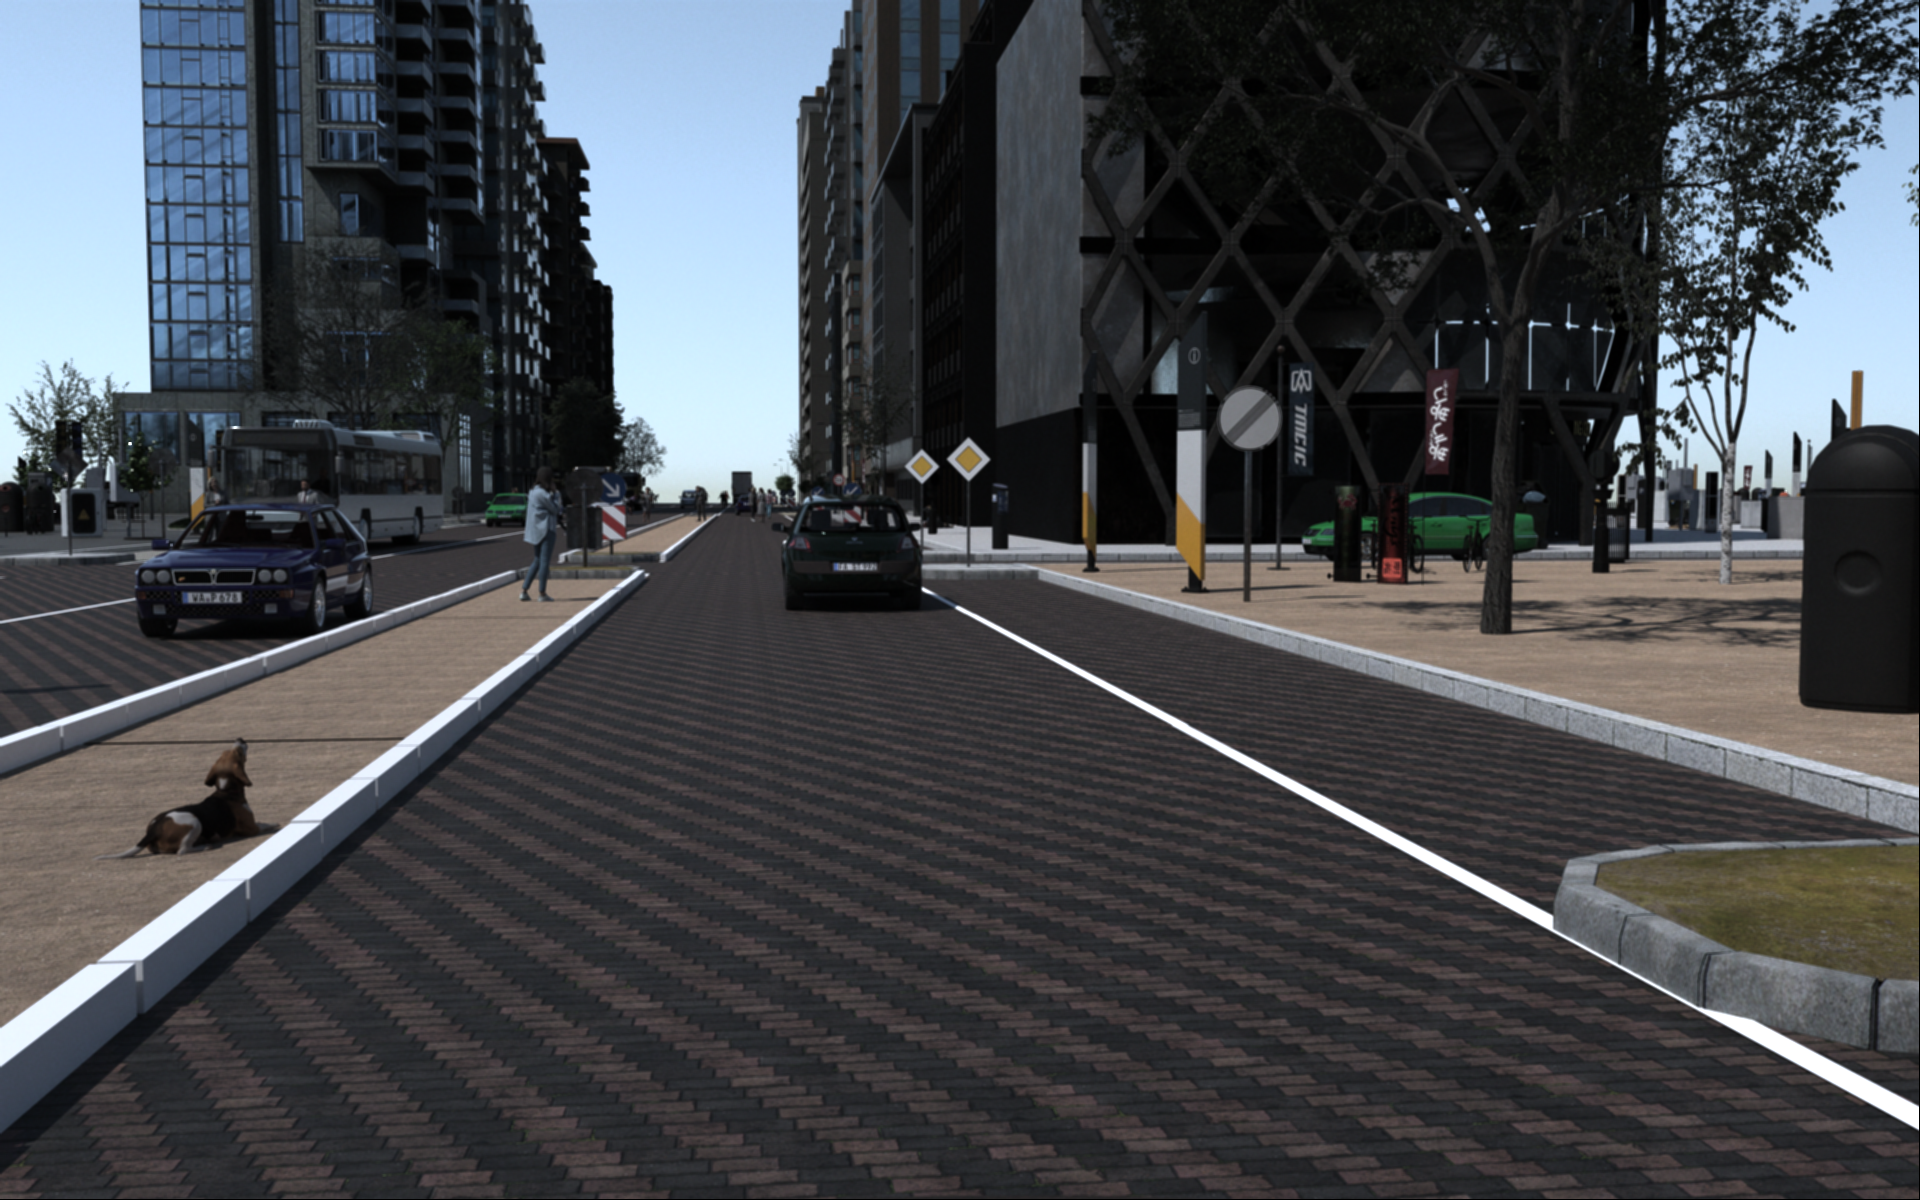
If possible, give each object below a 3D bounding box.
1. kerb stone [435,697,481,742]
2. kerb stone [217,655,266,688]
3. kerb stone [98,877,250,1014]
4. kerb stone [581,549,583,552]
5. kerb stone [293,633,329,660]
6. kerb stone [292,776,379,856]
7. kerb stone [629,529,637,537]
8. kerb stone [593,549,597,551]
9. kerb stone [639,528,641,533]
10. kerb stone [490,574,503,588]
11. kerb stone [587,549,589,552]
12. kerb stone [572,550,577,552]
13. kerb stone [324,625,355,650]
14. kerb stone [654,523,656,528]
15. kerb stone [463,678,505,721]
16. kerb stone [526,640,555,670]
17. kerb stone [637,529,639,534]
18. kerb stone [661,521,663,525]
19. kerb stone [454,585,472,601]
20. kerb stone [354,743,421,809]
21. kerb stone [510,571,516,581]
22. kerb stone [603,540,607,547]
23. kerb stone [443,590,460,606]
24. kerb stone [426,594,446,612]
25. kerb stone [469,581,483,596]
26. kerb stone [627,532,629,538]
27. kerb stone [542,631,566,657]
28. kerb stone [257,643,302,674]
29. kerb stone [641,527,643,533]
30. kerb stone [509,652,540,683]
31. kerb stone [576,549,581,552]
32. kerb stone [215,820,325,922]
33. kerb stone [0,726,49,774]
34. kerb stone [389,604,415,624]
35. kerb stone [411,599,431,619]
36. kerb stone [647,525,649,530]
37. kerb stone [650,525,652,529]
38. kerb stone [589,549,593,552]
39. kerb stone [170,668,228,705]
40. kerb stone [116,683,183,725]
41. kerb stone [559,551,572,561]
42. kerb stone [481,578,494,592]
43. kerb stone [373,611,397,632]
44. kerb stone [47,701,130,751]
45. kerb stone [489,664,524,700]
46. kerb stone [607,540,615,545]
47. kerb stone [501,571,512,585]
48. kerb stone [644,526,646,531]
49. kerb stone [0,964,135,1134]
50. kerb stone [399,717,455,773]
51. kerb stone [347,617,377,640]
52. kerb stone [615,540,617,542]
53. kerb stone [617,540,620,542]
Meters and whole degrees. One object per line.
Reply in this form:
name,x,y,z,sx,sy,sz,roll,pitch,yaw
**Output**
kerb stone,-3.018,0.728,10.365,0.120,0.150,1.000,0,4,-7
kerb stone,-5.485,0.558,13.137,0.120,0.150,1.000,0,4,-7
kerb stone,-2.371,1.036,5.259,0.120,0.150,1.000,0,4,-7
kerb stone,-8.843,-1.094,40.137,0.120,0.150,1.000,0,4,-7
kerb stone,-5.734,0.430,15.175,0.120,0.150,1.000,0,4,-7
kerb stone,-2.631,0.911,7.305,0.120,0.150,1.000,0,4,-7
kerb stone,-11.261,-2.278,59.459,0.120,0.150,1.000,0,4,-7
kerb stone,-9.357,-1.346,44.201,0.120,0.150,1.000,0,4,-7
kerb stone,-11.516,-2.404,61.501,0.120,0.150,1.000,0,4,-7
kerb stone,-7.132,-0.256,26.382,0.120,0.150,1.000,0,4,-7
kerb stone,-8.984,-1.156,41.158,0.120,0.150,1.000,0,4,-7
kerb stone,-8.586,-0.969,38.094,0.120,0.150,1.000,0,4,-7
kerb stone,-5.859,0.370,16.190,0.120,0.150,1.000,0,4,-7
kerb stone,-12.787,-3.024,71.669,0.120,0.150,1.000,0,4,-7
kerb stone,-3.140,0.661,11.386,0.120,0.150,1.000,0,4,-7
kerb stone,-3.517,0.475,14.437,0.120,0.150,1.000,0,4,-7
kerb stone,-11.390,-2.341,60.475,0.120,0.150,1.000,0,4,-7
kerb stone,-13.556,-3.400,77.782,0.120,0.150,1.000,0,4,-7
kerb stone,-6.747,-0.069,23.320,0.120,0.150,1.000,0,4,-7
kerb stone,-2.759,0.849,8.331,0.120,0.150,1.000,0,4,-7
kerb stone,-7.386,-0.380,28.415,0.120,0.150,1.000,0,4,-7
kerb stone,-9.606,-1.470,46.237,0.120,0.150,1.000,0,4,-7
kerb stone,-6.621,0.000,22.303,0.120,0.150,1.000,0,4,-7
kerb stone,-6.494,0.056,21.288,0.120,0.150,1.000,0,4,-7
kerb stone,-6.880,-0.130,24.341,0.120,0.150,1.000,0,4,-7
kerb stone,-10.751,-2.030,55.392,0.120,0.150,1.000,0,4,-7
kerb stone,-3.649,0.412,15.454,0.120,0.150,1.000,0,4,-7
kerb stone,-5.595,0.491,14.160,0.120,0.150,1.000,0,4,-7
kerb stone,-11.641,-2.467,62.523,0.120,0.150,1.000,0,4,-7
kerb stone,-3.399,0.545,13.422,0.120,0.150,1.000,0,4,-7
kerb stone,-8.721,-1.035,39.117,0.120,0.150,1.000,0,4,-7
kerb stone,-2.496,0.977,6.279,0.120,0.150,1.000,0,4,-7
kerb stone,-4.973,0.803,9.074,0.120,0.150,1.000,0,4,-7
kerb stone,-6.244,0.180,19.249,0.120,0.150,1.000,0,4,-7
kerb stone,-6.366,0.118,20.264,0.120,0.150,1.000,0,4,-7
kerb stone,-12.155,-2.714,66.587,0.120,0.150,1.000,0,4,-7
kerb stone,-12.407,-2.839,68.619,0.120,0.150,1.000,0,4,-7
kerb stone,-9.101,-1.221,42.173,0.120,0.150,1.000,0,4,-7
kerb stone,-5.354,0.616,12.123,0.120,0.150,1.000,0,4,-7
kerb stone,-5.225,0.678,11.106,0.120,0.150,1.000,0,4,-7
kerb stone,-8.467,-0.910,37.078,0.120,0.150,1.000,0,4,-7
kerb stone,-7.003,-0.189,25.368,0.120,0.150,1.000,0,4,-7
kerb stone,-6.116,0.247,18.229,0.120,0.150,1.000,0,4,-7
kerb stone,-5.093,0.740,10.092,0.120,0.150,1.000,0,4,-7
kerb stone,-3.269,0.601,12.400,0.120,0.150,1.000,0,4,-7
kerb stone,-9.994,-1.651,49.282,0.120,0.150,1.000,0,4,-7
kerb stone,-7.259,-0.318,27.396,0.120,0.150,1.000,0,4,-7
kerb stone,-11.900,-2.591,64.552,0.120,0.150,1.000,0,4,-7
kerb stone,-2.255,1.099,4.243,0.120,0.150,1.000,0,4,-7
kerb stone,-2.885,0.786,9.347,0.120,0.150,1.000,0,4,-7
kerb stone,-5.990,0.305,17.204,0.120,0.150,1.000,0,4,-7
kerb stone,-10.121,-1.717,50.297,0.120,0.150,1.000,0,4,-7
kerb stone,-10.249,-1.781,51.320,0.120,0.150,1.000,0,4,-7
